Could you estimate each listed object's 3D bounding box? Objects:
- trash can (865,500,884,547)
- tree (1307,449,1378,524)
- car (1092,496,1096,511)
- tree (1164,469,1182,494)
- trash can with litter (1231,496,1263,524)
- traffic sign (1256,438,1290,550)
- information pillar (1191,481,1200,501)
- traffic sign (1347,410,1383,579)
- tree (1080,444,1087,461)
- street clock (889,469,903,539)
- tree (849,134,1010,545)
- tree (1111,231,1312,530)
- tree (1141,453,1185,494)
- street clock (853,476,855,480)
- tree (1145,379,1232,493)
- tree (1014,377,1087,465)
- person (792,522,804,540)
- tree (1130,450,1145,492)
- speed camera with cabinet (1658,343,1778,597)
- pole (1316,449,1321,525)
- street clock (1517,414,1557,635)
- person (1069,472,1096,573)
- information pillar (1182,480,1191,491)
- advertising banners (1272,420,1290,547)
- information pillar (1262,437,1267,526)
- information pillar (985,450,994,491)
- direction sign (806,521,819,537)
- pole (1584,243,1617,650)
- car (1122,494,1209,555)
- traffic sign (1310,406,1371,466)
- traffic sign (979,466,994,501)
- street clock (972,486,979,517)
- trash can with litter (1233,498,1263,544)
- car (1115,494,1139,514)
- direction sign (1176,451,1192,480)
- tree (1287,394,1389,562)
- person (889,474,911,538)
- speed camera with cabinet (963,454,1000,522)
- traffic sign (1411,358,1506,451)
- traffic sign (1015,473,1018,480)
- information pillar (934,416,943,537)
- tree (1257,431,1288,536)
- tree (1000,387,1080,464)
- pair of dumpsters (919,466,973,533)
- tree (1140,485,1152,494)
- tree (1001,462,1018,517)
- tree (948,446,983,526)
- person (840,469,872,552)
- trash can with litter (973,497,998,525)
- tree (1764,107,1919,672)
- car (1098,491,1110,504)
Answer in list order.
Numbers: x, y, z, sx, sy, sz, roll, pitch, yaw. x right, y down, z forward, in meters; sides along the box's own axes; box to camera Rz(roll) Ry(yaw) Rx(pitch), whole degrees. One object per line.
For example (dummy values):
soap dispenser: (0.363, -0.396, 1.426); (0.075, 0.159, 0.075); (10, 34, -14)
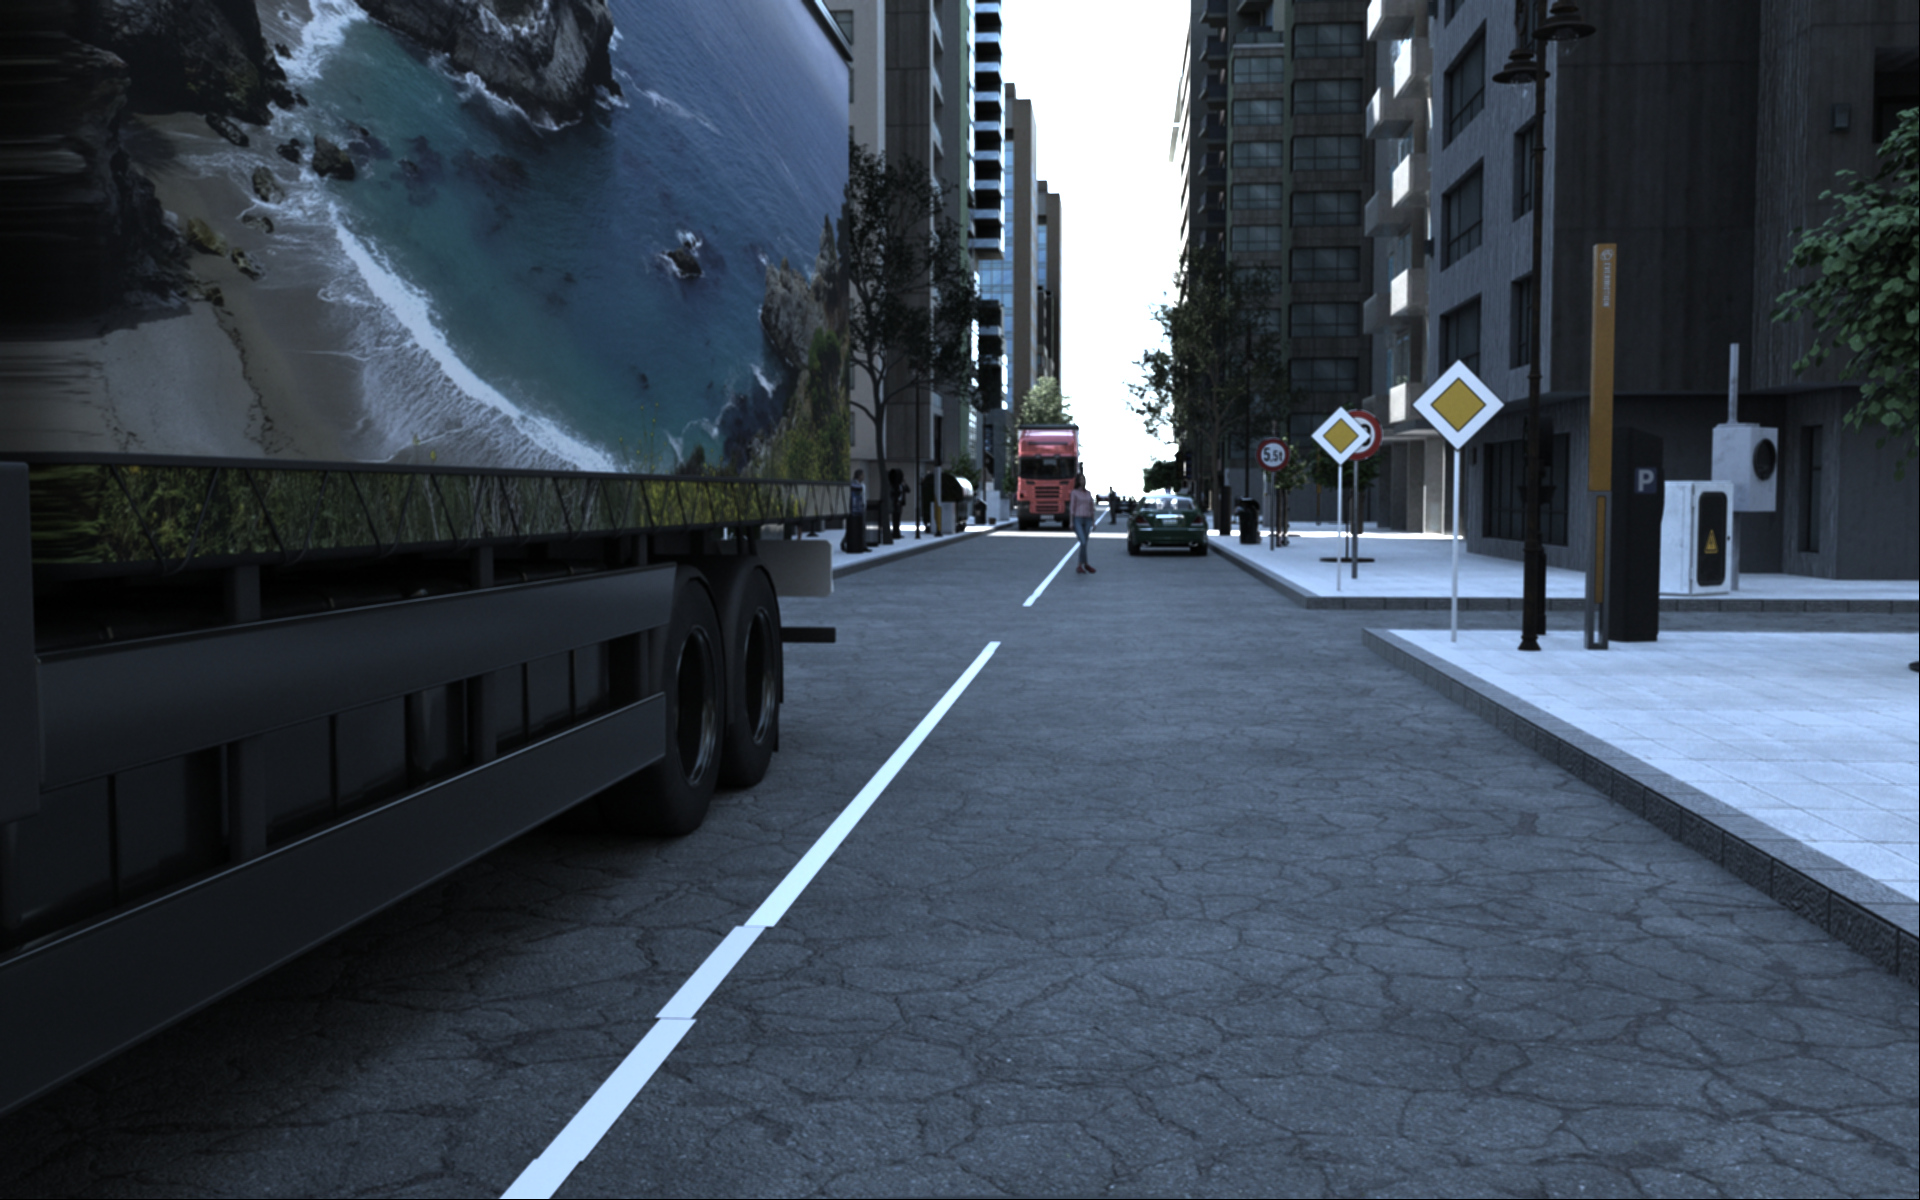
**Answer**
trash can: (-2.223, -1.875, 42.305); (0.748, 1.137, 0.748); (0, 3, 0)
tree: (16.729, -5.592, 75.141); (4.285, 4.588, 4.351); (0, 3, 0)
car: (10.756, -8.394, 149.242); (2.014, 1.417, 4.499); (0, 4, 7)
tree: (16.379, -8.436, 132.522); (1.663, 3.219, 1.824); (0, 3, 0)
trash can with litter: (12.227, -3.838, 73.817); (2.233, 1.210, 1.678); (3, 5, 40)
traffic sign: (7.114, -2.403, 39.398); (0.768, 2.556, 0.104); (1, 4, 12)
information pillar: (13.025, -5.625, 96.463); (0.304, 2.012, 0.304); (2, 4, 33)
traffic sign: (5.994, -1.598, 26.240); (0.768, 2.556, 0.104); (0, 4, 8)
tree: (7.413, -11.810, 143.459); (4.737, 8.622, 4.395); (0, 3, 0)
street clock: (-1.823, -2.740, 49.368); (0.358, 2.002, 0.471); (-2, 4, -30)
tree: (-2.169, -6.690, 43.802); (7.601, 10.594, 8.767); (1, 4, 11)
tree: (8.961, -7.822, 62.295); (7.601, 10.594, 8.767); (0, 4, -8)
tree: (16.437, -9.456, 138.322); (4.285, 4.588, 4.351); (0, 3, 0)
street clock: (-4.202, -4.043, 70.667); (0.358, 2.002, 0.471); (-1, 4, -20)
tree: (13.904, -9.340, 103.070); (4.360, 8.622, 3.978); (0, 3, 0)
tree: (8.419, -15.246, 167.396); (7.486, 12.596, 7.792); (0, 3, 0)
person: (-4.374, -2.186, 46.459); (0.373, 1.253, 0.362); (-1, 4, -15)
tree: (24.346, -16.742, 224.090); (4.360, 8.622, 3.978); (0, 3, 0)
speed camera with cabinet: (9.741, -1.710, 22.292); (2.038, 3.252, 0.660); (-3, 4, -37)
pole: (14.750, -4.728, 71.153); (0.158, 3.312, 0.155); (0, 3, 0)
street clock: (5.257, -0.687, 15.801); (0.358, 2.002, 0.471); (1, 4, 13)
person: (2.203, -1.399, 31.390); (0.555, 1.821, 0.388); (-3, 4, -37)
information pillar: (11.725, -5.246, 90.264); (0.304, 2.012, 0.304); (1, 4, 12)
advertising banners: (7.780, -2.808, 42.102); (0.090, 3.025, 2.074); (1, 4, 22)
information pillar: (12.403, -4.832, 70.352); (0.183, 3.616, 0.504); (0, 4, 5)
information pillar: (1.563, -6.200, 92.723); (0.504, 3.616, 0.183); (1, 4, 16)
direction sign: (-4.454, -3.682, 52.191); (0.876, 3.537, 0.379); (3, 4, 36)
pole: (5.268, -1.248, 14.246); (0.158, 3.312, 0.155); (0, 3, 0)
car: (4.991, -1.842, 41.917); (2.131, 1.459, 4.920); (0, 4, 5)
traffic sign: (5.039, -1.266, 22.882); (0.795, 2.593, 0.064); (0, 4, 5)
traffic sign: (1.083, -4.756, 77.767); (0.884, 2.594, 0.081); (1, 4, 8)
street clock: (0.813, -5.701, 97.789); (0.471, 2.002, 0.358); (-1, 4, -11)
trash can with litter: (7.454, -2.037, 44.686); (0.624, 1.170, 1.055); (1, 4, 20)
car: (10.729, -6.296, 112.731); (2.009, 1.686, 4.222); (0, 4, 7)
direction sign: (11.873, -6.115, 91.979); (0.876, 3.537, 0.379); (-1, 4, -13)
tree: (7.496, -2.349, 33.006); (1.663, 3.219, 1.824); (0, 3, 0)
person: (-1.754, -2.795, 51.096); (0.474, 1.900, 0.648); (1, 4, 22)
speed camera with cabinet: (0.807, -5.221, 79.699); (2.038, 3.252, 0.660); (0, 4, -7)
traffic sign: (4.300, -0.779, 14.931); (0.795, 2.593, 0.064); (0, 4, 5)
traffic sign: (3.513, -6.057, 99.138); (0.768, 2.556, 0.104); (0, 4, 7)
information pillar: (-0.672, -3.726, 52.279); (0.183, 3.616, 0.504); (-1, 4, -16)
tree: (10.113, -3.586, 53.240); (1.663, 3.219, 1.824); (0, 3, 0)
tree: (4.922, -10.264, 118.181); (4.737, 8.622, 4.395); (0, 3, 0)
pair of dumpsters: (-0.480, -3.425, 58.500); (1.574, 2.255, 4.437); (0, 4, 5)
tree: (25.489, -14.866, 237.662); (1.663, 3.219, 1.824); (0, 3, 0)
tree: (2.736, -6.187, 95.754); (1.663, 3.219, 1.824); (0, 3, 0)
tree: (0.213, -4.563, 69.206); (1.663, 3.219, 1.824); (0, 3, 0)
person: (-2.327, -1.976, 38.447); (0.850, 1.850, 0.679); (3, 4, 36)
trash can with litter: (1.083, -3.748, 72.670); (1.055, 1.170, 0.624); (0, 4, 6)
tree: (7.583, -1.751, 12.338); (4.285, 4.588, 4.351); (0, 3, 0)
car: (20.847, -14.839, 251.292); (2.281, 1.827, 5.304); (0, 4, 6)
